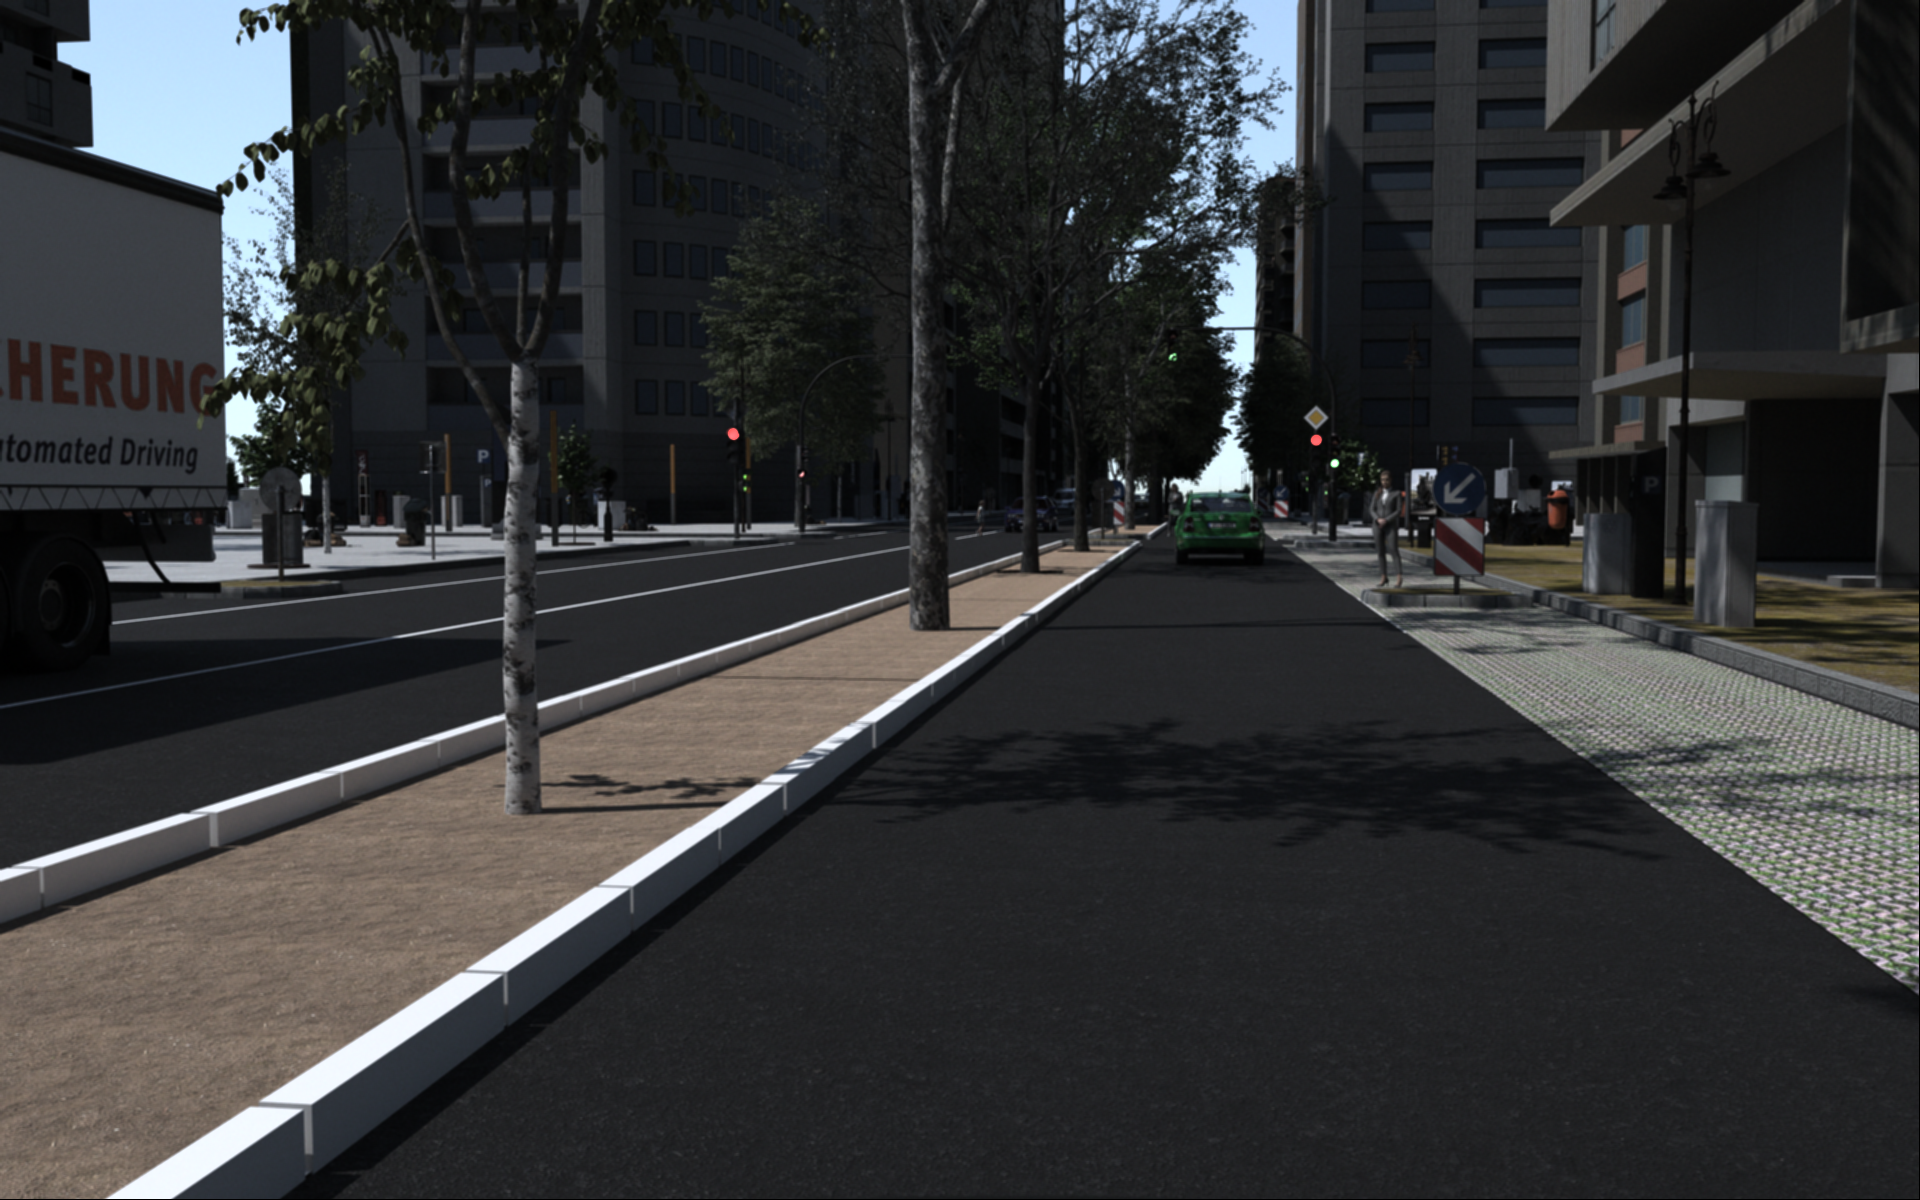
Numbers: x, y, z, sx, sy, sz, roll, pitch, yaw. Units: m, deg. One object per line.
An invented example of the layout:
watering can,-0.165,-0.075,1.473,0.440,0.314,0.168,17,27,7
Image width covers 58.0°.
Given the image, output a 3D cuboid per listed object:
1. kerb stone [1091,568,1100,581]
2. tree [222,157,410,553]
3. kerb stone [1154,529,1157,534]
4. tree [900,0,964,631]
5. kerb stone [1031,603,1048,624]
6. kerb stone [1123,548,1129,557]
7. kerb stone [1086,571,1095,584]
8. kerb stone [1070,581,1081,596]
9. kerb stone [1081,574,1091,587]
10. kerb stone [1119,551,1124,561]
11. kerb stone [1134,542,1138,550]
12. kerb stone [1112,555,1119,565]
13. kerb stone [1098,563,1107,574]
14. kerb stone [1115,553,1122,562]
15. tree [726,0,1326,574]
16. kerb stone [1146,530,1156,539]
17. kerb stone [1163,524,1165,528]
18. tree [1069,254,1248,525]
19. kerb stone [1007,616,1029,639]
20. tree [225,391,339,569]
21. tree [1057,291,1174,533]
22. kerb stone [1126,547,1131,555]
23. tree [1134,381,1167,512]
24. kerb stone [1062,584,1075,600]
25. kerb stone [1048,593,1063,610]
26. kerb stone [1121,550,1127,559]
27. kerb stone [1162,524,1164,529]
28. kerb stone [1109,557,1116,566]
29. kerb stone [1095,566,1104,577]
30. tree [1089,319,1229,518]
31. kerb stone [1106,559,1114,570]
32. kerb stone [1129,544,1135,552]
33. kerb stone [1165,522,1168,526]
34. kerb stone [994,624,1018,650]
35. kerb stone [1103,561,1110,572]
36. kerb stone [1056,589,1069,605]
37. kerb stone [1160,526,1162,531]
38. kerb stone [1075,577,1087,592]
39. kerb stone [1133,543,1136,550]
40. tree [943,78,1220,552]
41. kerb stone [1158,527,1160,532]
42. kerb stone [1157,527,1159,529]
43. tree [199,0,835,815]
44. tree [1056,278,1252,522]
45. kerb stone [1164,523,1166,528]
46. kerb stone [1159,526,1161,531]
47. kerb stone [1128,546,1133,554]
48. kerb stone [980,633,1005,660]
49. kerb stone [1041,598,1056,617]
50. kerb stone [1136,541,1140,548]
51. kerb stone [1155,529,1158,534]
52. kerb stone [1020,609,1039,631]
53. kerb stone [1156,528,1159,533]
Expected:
kerb stone,2.164,-0.380,28.482,0.120,0.150,1.000,1,4,8
tree,-13.901,-5.306,37.108,4.360,8.622,3.978,0,3,0
kerb stone,6.477,-2.216,58.429,0.120,0.150,1.000,1,4,8
tree,0.761,-9.677,16.566,12.611,20.169,13.585,0,3,0
kerb stone,0.852,0.174,19.349,0.120,0.150,1.000,1,4,8
kerb stone,3.624,-1.006,38.647,0.120,0.150,1.000,1,4,8
kerb stone,2.013,-0.321,27.468,0.120,0.150,1.000,1,4,8
kerb stone,1.572,-0.136,24.423,0.120,0.150,1.000,1,4,8
kerb stone,1.868,-0.259,26.454,0.120,0.150,1.000,1,4,8
kerb stone,3.327,-0.882,36.610,0.120,0.150,1.000,1,4,8
kerb stone,4.359,-1.317,43.730,0.120,0.150,1.000,1,4,8
kerb stone,3.036,-0.755,34.578,0.120,0.150,1.000,1,4,8
kerb stone,2.457,-0.506,30.520,0.120,0.150,1.000,1,4,8
kerb stone,3.184,-0.819,35.592,0.120,0.150,1.000,1,4,8
tree,1.258,-7.234,31.099,12.009,13.543,11.850,0,3,0
kerb stone,6.326,-2.151,57.411,0.120,0.150,1.000,1,4,8
kerb stone,7.949,-2.836,68.567,0.120,0.150,1.000,1,4,8
tree,8.882,-9.668,78.653,7.486,12.596,7.792,0,3,0
kerb stone,0.550,0.298,17.325,0.120,0.150,1.000,1,4,8
tree,-11.982,-2.171,30.101,1.663,3.219,1.824,0,3,0
tree,5.396,-6.534,59.655,4.360,8.622,3.978,0,3,0
kerb stone,3.773,-1.068,39.658,0.120,0.150,1.000,1,4,8
tree,10.853,-8.752,95.906,4.737,8.622,4.395,0,3,0
kerb stone,1.423,-0.074,23.412,0.120,0.150,1.000,1,4,8
kerb stone,1.134,0.051,21.379,0.120,0.150,1.000,1,4,8
kerb stone,3.490,-0.944,37.629,0.120,0.150,1.000,1,4,8
kerb stone,7.791,-2.773,67.554,0.120,0.150,1.000,1,4,8
kerb stone,2.892,-0.694,33.565,0.120,0.150,1.000,1,4,8
kerb stone,2.311,-0.439,29.496,0.120,0.150,1.000,1,4,8
tree,13.096,-12.465,112.921,9.857,13.997,8.962,0,3,0
kerb stone,2.750,-0.627,32.549,0.120,0.150,1.000,1,4,8
kerb stone,4.067,-1.192,41.691,0.120,0.150,1.000,1,4,8
kerb stone,8.532,-3.085,72.629,0.120,0.150,1.000,1,4,8
kerb stone,0.411,0.360,16.312,0.120,0.150,1.000,1,4,8
kerb stone,2.600,-0.571,31.537,0.120,0.150,1.000,1,4,8
kerb stone,1.280,-0.010,22.391,0.120,0.150,1.000,1,4,8
kerb stone,7.358,-2.588,64.511,0.120,0.150,1.000,1,4,8
kerb stone,1.732,-0.196,25.436,0.120,0.150,1.000,1,4,8
kerb stone,4.209,-1.255,42.713,0.120,0.150,1.000,1,4,8
tree,2.910,-6.995,42.589,9.928,11.665,9.643,0,3,0
kerb stone,7.059,-2.464,62.483,0.120,0.150,1.000,1,4,8
kerb stone,6.916,-2.401,61.469,0.120,0.150,1.000,1,4,8
tree,-1.961,-3.358,7.730,4.737,8.622,4.395,0,3,0
tree,9.805,-10.261,87.238,9.611,12.733,9.660,0,3,0
kerb stone,8.237,-2.961,70.607,0.120,0.150,1.000,1,4,8
kerb stone,7.204,-2.526,63.494,0.120,0.150,1.000,1,4,8
kerb stone,3.918,-1.130,40.674,0.120,0.150,1.000,1,4,8
kerb stone,0.257,0.427,15.302,0.120,0.150,1.000,1,4,8
kerb stone,0.994,0.112,20.362,0.120,0.150,1.000,1,4,8
kerb stone,4.510,-1.379,44.741,0.120,0.150,1.000,1,4,8
kerb stone,6.623,-2.278,59.445,0.120,0.150,1.000,1,4,8
kerb stone,0.699,0.236,18.337,0.120,0.150,1.000,1,4,8
kerb stone,6.775,-2.340,60.456,0.120,0.150,1.000,1,4,8
